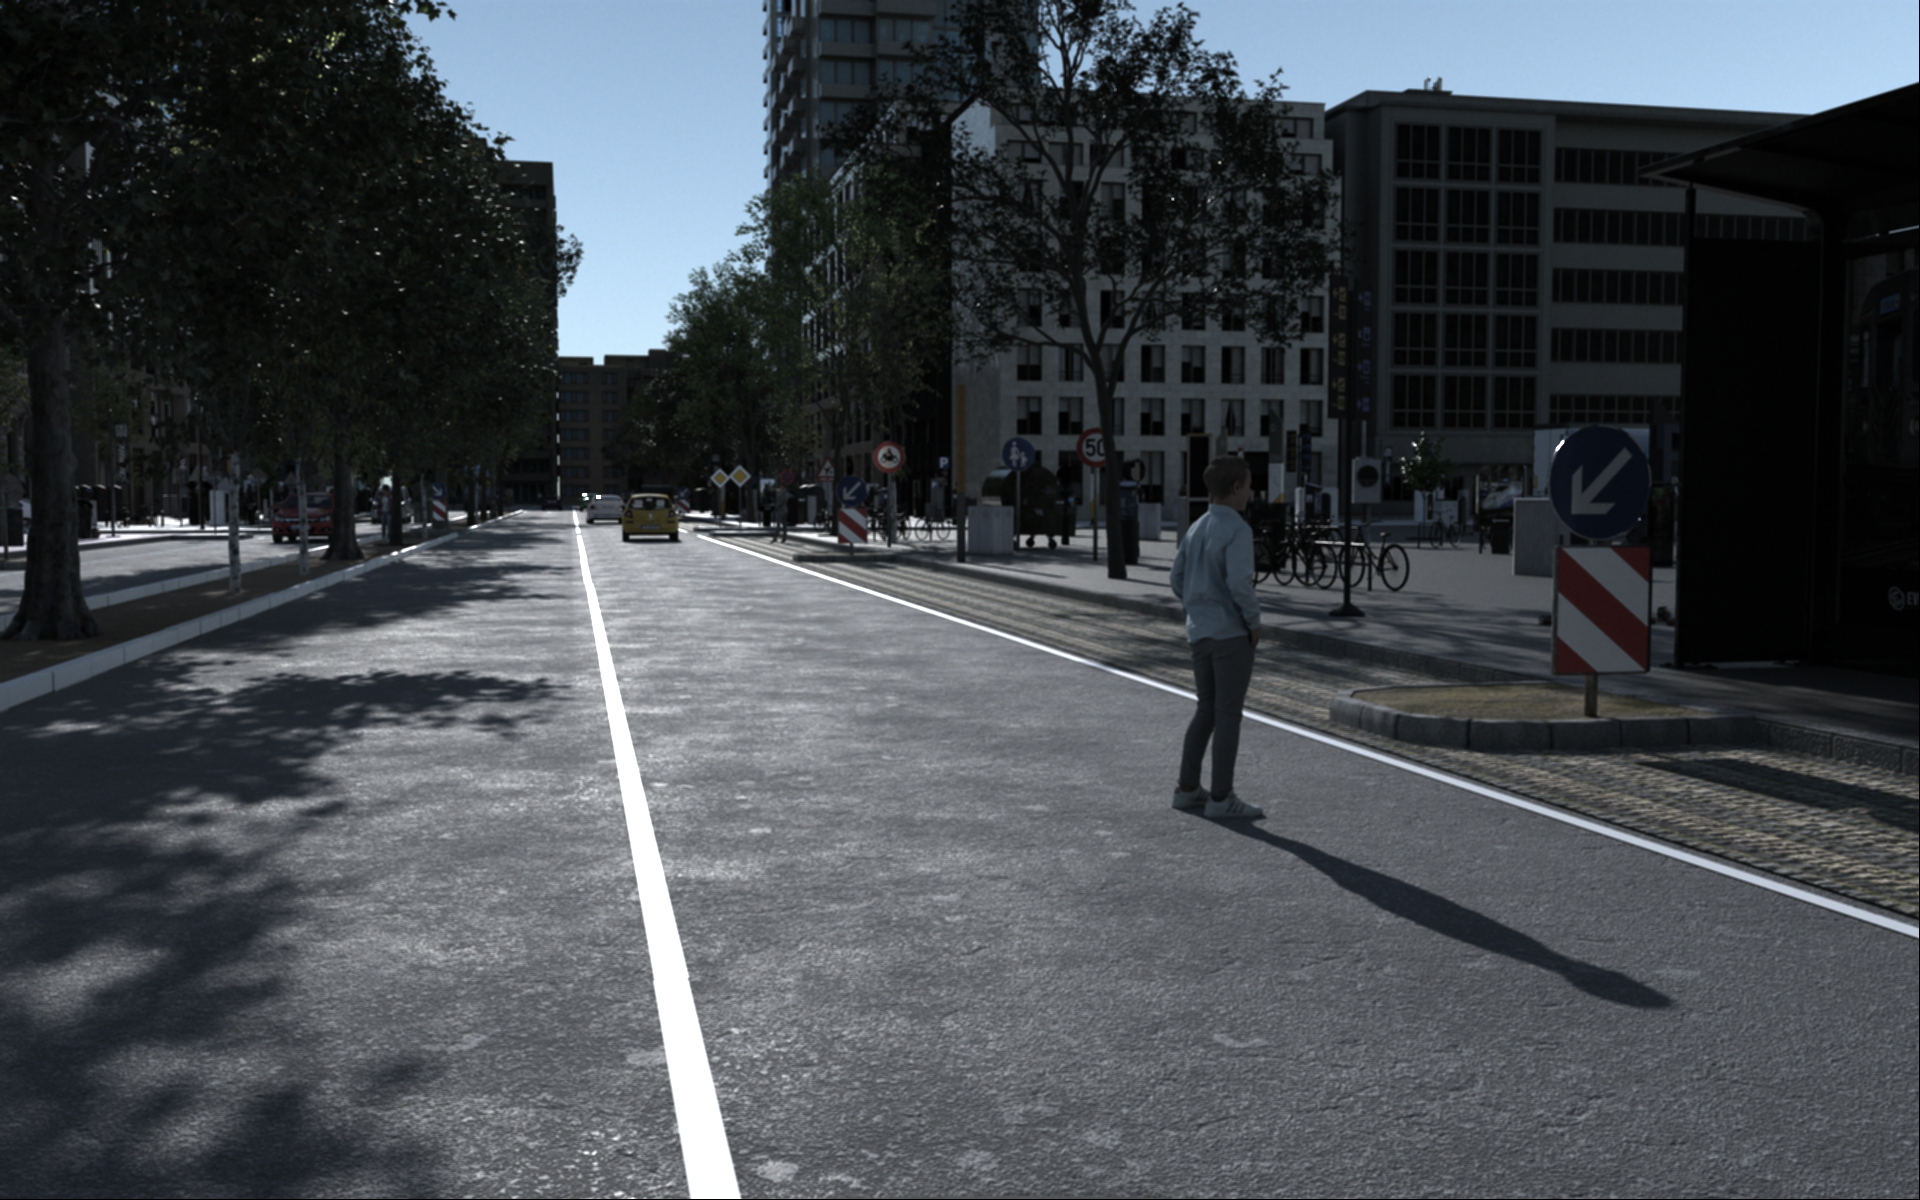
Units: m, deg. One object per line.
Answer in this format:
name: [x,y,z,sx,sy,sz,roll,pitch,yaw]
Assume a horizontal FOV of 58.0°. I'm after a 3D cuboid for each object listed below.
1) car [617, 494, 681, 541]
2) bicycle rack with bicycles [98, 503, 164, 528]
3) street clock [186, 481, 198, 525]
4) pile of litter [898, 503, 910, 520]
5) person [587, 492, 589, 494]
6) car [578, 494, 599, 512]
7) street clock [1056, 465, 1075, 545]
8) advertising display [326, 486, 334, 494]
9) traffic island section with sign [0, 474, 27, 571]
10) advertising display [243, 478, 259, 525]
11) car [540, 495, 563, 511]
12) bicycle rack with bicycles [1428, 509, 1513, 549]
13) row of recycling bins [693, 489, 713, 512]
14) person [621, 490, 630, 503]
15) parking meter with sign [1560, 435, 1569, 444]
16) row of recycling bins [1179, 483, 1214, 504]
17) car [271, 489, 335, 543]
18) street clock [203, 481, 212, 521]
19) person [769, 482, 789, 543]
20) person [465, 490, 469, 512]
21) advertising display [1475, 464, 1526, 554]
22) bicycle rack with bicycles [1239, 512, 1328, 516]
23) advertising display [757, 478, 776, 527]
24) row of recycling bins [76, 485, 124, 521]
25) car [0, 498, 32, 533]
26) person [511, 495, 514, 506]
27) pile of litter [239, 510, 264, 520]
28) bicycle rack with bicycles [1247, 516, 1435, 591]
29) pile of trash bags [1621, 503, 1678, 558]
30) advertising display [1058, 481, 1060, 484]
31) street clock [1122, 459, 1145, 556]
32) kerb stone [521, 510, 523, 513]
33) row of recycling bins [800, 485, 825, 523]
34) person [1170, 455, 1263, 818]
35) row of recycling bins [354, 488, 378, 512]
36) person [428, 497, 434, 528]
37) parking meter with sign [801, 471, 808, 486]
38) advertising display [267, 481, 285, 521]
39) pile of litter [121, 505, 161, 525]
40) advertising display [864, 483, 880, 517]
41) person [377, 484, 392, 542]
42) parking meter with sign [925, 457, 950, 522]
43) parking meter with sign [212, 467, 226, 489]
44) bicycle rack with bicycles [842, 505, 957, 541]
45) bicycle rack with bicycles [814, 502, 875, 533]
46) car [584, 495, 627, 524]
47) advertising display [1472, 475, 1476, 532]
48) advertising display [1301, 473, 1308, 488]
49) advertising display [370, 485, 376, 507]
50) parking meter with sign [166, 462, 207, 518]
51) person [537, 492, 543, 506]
car: [-9.684,-2.678,54.006,2.015,1.641,3.980,-1,4,-11]
bicycle rack with bicycles: [-32.157,-3.304,67.395,2.852,0.926,2.925,-1,4,-22]
street clock: [-31.899,-4.122,71.963,0.471,2.002,0.358,-1,4,-17]
pile of litter: [-3.034,-4.463,86.938,1.176,0.858,1.719,1,4,12]
person: [-44.131,-11.979,205.069,1.217,1.735,0.721,2,4,28]
car: [-30.662,-8.252,143.718,1.959,1.807,4.718,-1,4,-14]
street clock: [2.659,-2.393,43.696,0.471,2.002,0.358,0,4,-2]
advertising display: [-48.300,-7.833,133.281,0.974,1.923,0.123,0,4,-3]
traffic island section with sign: [-18.485,-1.510,33.319,1.989,1.847,2.006,-1,4,-13]
advertising display: [-29.121,-4.033,71.151,0.974,1.923,0.123,2,4,35]
car: [-35.315,-8.395,149.832,1.945,1.354,3.894,-1,4,-14]
bicycle rack with bicycles: [12.224,-1.697,41.123,2.852,0.926,2.925,2,4,34]
row of recycling bins: [-19.436,-7.536,130.324,1.069,1.692,3.534,-1,4,-15]
person: [-31.794,-9.540,164.463,0.705,1.826,1.348,3,4,36]
parking meter with sign: [18.317,-3.376,51.451,0.543,3.016,1.738,2,4,34]
row of recycling bins: [8.092,-3.089,57.617,1.069,1.692,3.534,0,4,-6]
car: [-19.681,-2.660,52.535,2.155,1.783,4.494,-1,4,-13]
street clock: [-36.187,-4.814,83.283,0.358,2.002,0.471,3,4,36]
person: [-5.279,-2.551,50.483,0.573,1.790,0.520,0,4,-5]
person: [-38.683,-7.797,136.160,0.592,1.802,0.473,-2,4,-35]
advertising display: [11.609,-1.952,37.127,0.974,1.923,0.123,2,4,32]
bicycle rack with bicycles: [6.846,-1.320,34.971,2.852,0.926,2.925,-2,4,-27]
advertising display: [-7.662,-3.881,68.662,0.123,1.923,0.974,3,4,36]
row of recycling bins: [-40.641,-4.520,81.014,1.069,1.692,3.534,1,4,15]
car: [-32.280,-2.769,57.631,4.827,1.381,2.083,-1,4,-12]
person: [-54.478,-12.342,210.157,0.709,1.838,0.599,1,4,11]
pile of litter: [-35.013,-4.354,85.157,1.176,0.858,1.719,-2,4,-30]
bicycle rack with bicycles: [4.430,-0.634,23.748,2.852,0.926,2.925,-1,4,-15]
pile of trash bags: [13.852,-1.443,33.344,1.912,1.369,3.447,2,4,31]
advertising display: [4.473,-4.267,74.986,0.123,1.923,0.974,-1,4,-16]
street clock: [3.569,-1.899,35.621,0.471,2.002,0.358,-3,5,-42]
kerb stone: [-32.479,-6.444,127.561,0.120,0.150,1.000,-1,4,-13]
row of recycling bins: [-6.790,-4.348,78.211,1.069,1.692,3.534,-1,4,-13]
person: [1.172,0.159,7.711,0.330,1.601,0.589,-1,4,-16]
row of recycling bins: [-42.501,-7.095,123.111,3.534,1.692,1.069,1,4,13]
person: [-20.876,-3.607,68.479,0.512,1.701,0.522,2,4,28]
parking meter with sign: [-11.953,-8.311,132.143,0.543,3.016,1.738,0,4,1]
advertising display: [-32.727,-4.751,82.889,0.123,1.923,0.974,2,4,25]
pile of litter: [-34.246,-3.568,72.299,1.719,0.858,1.176,2,4,24]
advertising display: [-4.982,-5.683,98.132,0.974,1.923,0.123,-2,4,-31]
person: [-17.219,-2.611,52.030,0.563,1.720,0.643,0,4,-2]
parking meter with sign: [-1.079,-5.142,80.333,0.543,3.016,1.738,2,4,25]
parking meter with sign: [-47.948,-7.066,111.795,0.543,3.016,1.738,0,4,6]
bicycle rack with bicycles: [-1.392,-2.145,48.450,2.852,0.926,2.925,2,4,27]
bicycle rack with bicycles: [-3.071,-2.639,56.525,2.852,0.926,2.925,-3,4,-36]
car: [-17.314,-4.428,84.760,2.083,1.381,4.827,-1,4,-14]
advertising display: [17.617,-3.271,58.700,0.123,1.923,0.974,3,5,39]
advertising display: [10.676,-2.969,53.756,0.123,1.923,0.974,1,4,17]
advertising display: [-40.179,-6.935,118.607,0.123,1.923,0.974,-3,4,-36]
parking meter with sign: [-41.979,-5.969,93.850,1.738,3.016,0.543,-3,5,-45]
person: [-51.469,-12.388,211.984,0.756,1.711,0.436,2,4,32]
